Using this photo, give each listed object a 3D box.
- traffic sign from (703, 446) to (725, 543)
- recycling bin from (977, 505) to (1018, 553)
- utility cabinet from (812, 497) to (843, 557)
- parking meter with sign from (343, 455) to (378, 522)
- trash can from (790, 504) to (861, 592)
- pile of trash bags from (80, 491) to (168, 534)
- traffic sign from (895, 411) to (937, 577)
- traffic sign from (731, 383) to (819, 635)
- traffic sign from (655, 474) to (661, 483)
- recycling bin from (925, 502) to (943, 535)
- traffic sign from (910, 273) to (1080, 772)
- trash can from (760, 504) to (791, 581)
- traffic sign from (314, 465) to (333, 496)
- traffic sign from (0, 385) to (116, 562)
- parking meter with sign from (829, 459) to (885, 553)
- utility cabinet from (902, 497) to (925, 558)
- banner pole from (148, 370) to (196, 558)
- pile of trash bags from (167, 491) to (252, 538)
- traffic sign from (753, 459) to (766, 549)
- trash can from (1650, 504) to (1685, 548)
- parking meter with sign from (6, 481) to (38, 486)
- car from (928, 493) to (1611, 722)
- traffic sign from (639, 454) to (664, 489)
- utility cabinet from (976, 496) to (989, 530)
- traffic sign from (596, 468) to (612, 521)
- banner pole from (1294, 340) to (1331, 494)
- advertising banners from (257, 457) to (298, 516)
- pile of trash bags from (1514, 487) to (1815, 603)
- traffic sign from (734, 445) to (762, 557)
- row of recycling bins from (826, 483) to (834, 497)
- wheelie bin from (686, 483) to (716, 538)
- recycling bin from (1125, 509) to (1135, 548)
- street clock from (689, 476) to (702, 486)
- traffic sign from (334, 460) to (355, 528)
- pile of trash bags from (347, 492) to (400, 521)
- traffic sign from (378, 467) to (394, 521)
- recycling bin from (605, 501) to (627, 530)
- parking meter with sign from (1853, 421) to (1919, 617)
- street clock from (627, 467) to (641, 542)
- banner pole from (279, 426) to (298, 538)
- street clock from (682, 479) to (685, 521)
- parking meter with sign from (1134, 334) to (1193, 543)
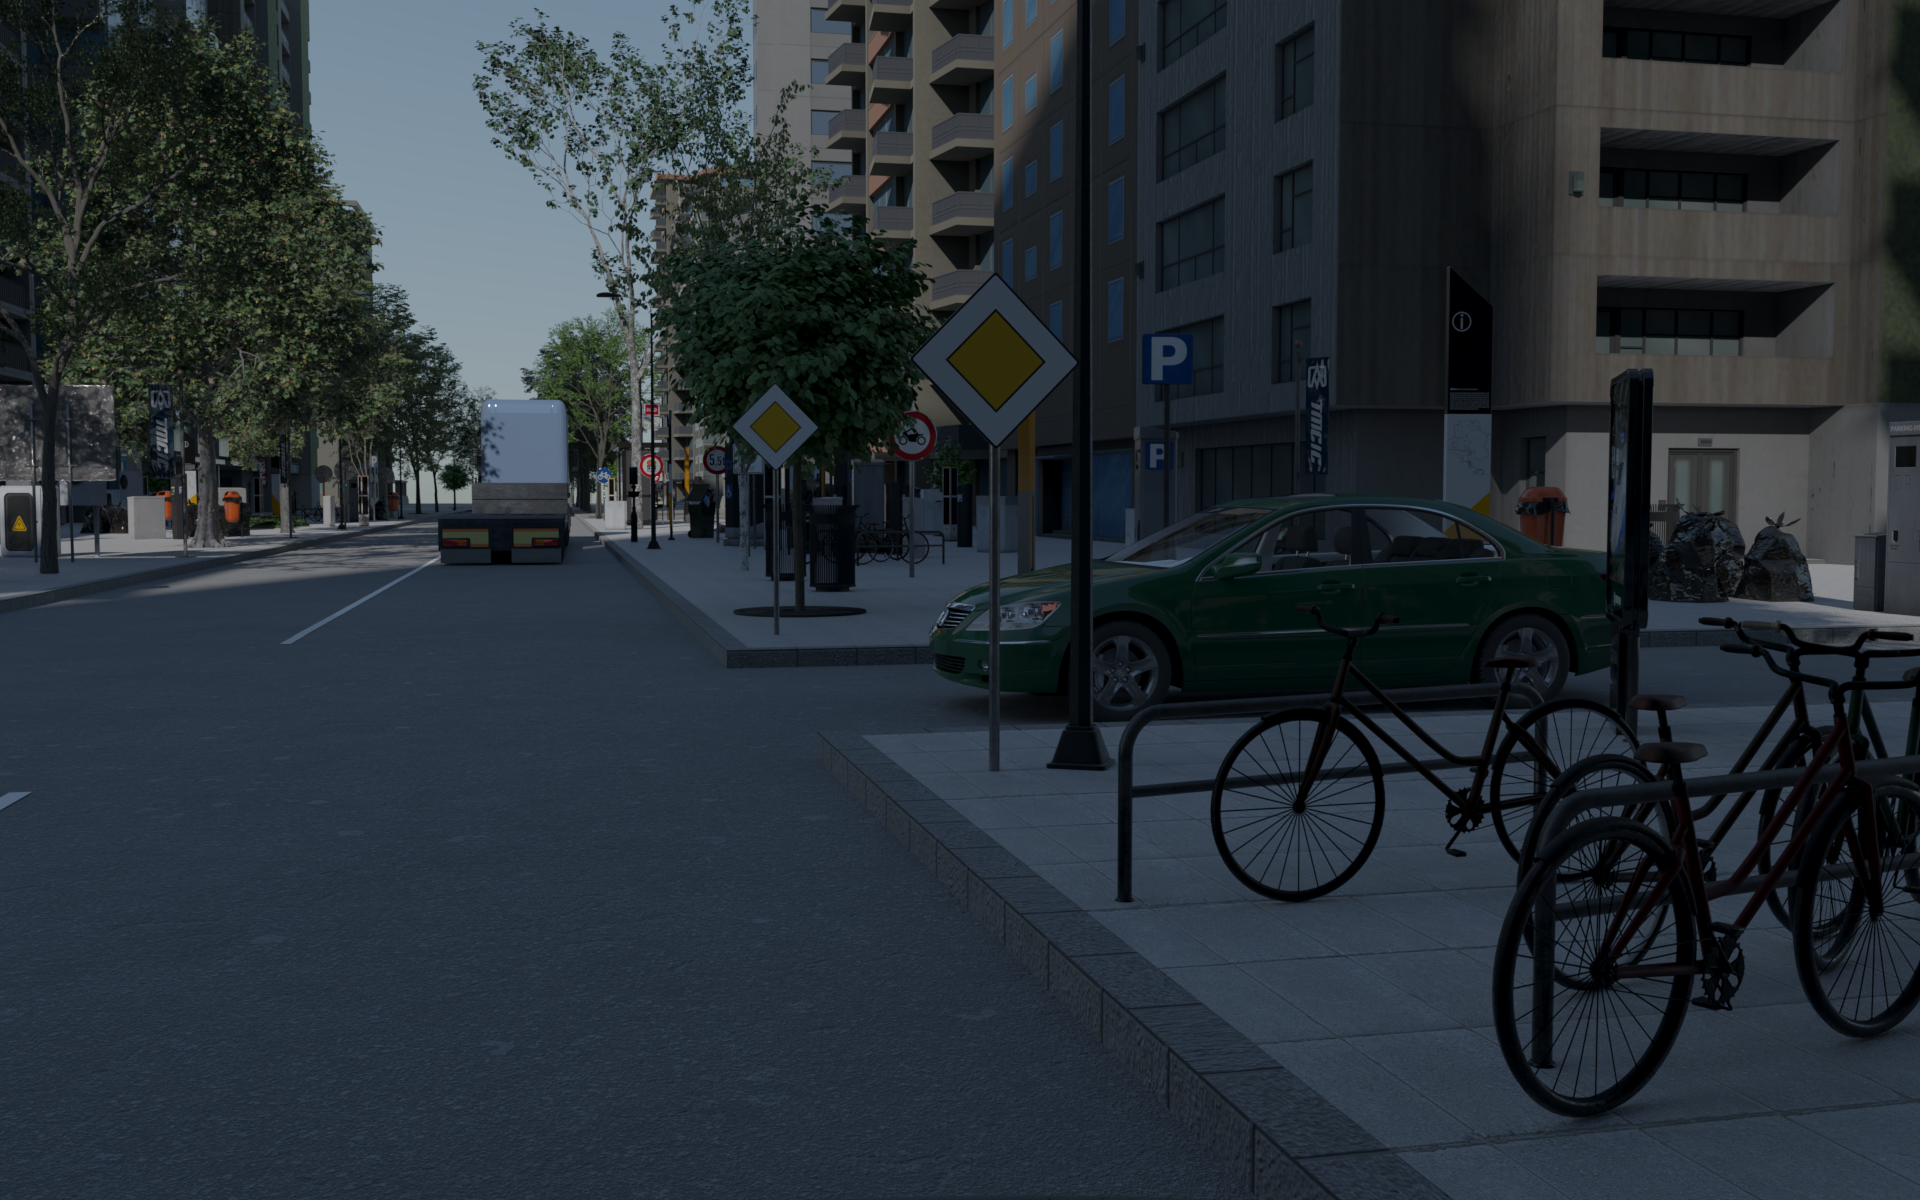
[{"bbox_3d":[-6.370,-2.776,45.501,0.768,2.556,0.104,-1,4,-9],"label":"traffic sign"},{"bbox_3d":[0.851,-1.567,38.182,0.722,1.027,0.722,2,4,32],"label":"recycling bin"},{"bbox_3d":[-2.746,-1.508,35.812,0.306,1.237,1.020,-2,4,-25],"label":"utility cabinet"},{"bbox_3d":[-27.312,-5.034,78.563,1.738,3.016,0.543,1,4,16],"label":"parking meter with sign"},{"bbox_3d":[-1.684,-0.686,22.864,0.748,1.137,0.748,0,3,0],"label":"trash can"},{"bbox_3d":[-27.055,-2.871,56.696,3.447,1.369,1.912,1,4,21],"label":"pile of trash bags"},{"bbox_3d":[-0.739,-1.621,26.604,0.768,2.556,0.104,-1,4,-10],"label":"traffic sign"},{"bbox_3d":[-1.675,-0.740,15.736,0.795,2.450,0.064,-1,4,-13],"label":"traffic sign"},{"bbox_3d":[-14.586,-5.023,82.240,0.768,2.556,0.104,0,4,-6],"label":"traffic sign"},{"bbox_3d":[-0.703,-2.569,54.556,0.722,1.027,0.722,1,4,10],"label":"recycling bin"},{"bbox_3d":[0.156,-0.264,7.963,0.795,2.450,0.064,-1,4,-13],"label":"traffic sign"},{"bbox_3d":[-2.583,-0.858,25.686,0.748,1.137,0.748,0,3,0],"label":"trash can"},{"bbox_3d":[-27.975,-4.653,76.178,0.768,2.556,0.104,-1,4,-13],"label":"traffic sign"},{"bbox_3d":[-17.016,-2.359,32.446,2.265,3.308,0.079,0,4,-8],"label":"traffic sign"},{"bbox_3d":[-1.982,-2.533,37.677,1.738,3.016,0.543,-1,4,-9],"label":"parking meter with sign"},{"bbox_3d":[-0.928,-1.456,34.966,0.306,1.237,1.020,-1,4,-12],"label":"utility cabinet"},{"bbox_3d":[-15.895,-2.745,34.895,0.863,3.779,0.401,-3,5,-40],"label":"banner pole"},{"bbox_3d":[-22.264,-2.588,52.072,1.912,1.369,3.447,-3,4,-39],"label":"pile of trash bags"},{"bbox_3d":[-4.796,-2.470,40.380,0.884,2.594,0.081,-1,4,-10],"label":"traffic sign"},{"bbox_3d":[10.096,-0.823,25.113,0.748,1.137,0.748,0,3,0],"label":"trash can"},{"bbox_3d":[-25.137,-3.068,46.421,1.738,3.016,0.543,0,4,-2],"label":"parking meter with sign"},{"bbox_3d":[2.211,-0.010,11.957,4.920,1.459,2.131,-1,4,-13],"label":"car"},{"bbox_3d":[-9.750,-3.345,54.804,0.768,2.556,0.104,-1,4,-11],"label":"traffic sign"},{"bbox_3d":[1.082,-3.121,62.187,1.020,1.237,0.306,2,4,33],"label":"utility cabinet"},{"bbox_3d":[-17.173,-5.106,83.588,0.768,2.556,0.104,-1,4,-12],"label":"traffic sign"},{"bbox_3d":[5.645,-2.327,28.056,0.401,3.779,0.863,-3,5,-40],"label":"banner pole"},{"bbox_3d":[-32.470,-5.274,82.413,0.090,3.025,2.074,3,4,37],"label":"advertising banners"},{"bbox_3d":[8.470,-0.700,21.202,3.447,1.369,1.912,0,4,-7],"label":"pile of trash bags"},{"bbox_3d":[-4.320,-2.032,35.358,0.606,2.300,0.079,0,4,-7],"label":"traffic sign"},{"bbox_3d":[-4.932,-3.674,67.180,1.069,1.692,3.534,1,4,20],"label":"row of recycling bins"},{"bbox_3d":[-7.547,-2.610,50.578,0.980,1.594,0.693,3,4,38],"label":"wheelie bin"},{"bbox_3d":[3.254,-1.061,29.906,0.722,1.027,0.722,0,4,-1],"label":"recycling bin"},{"bbox_3d":[-10.568,-3.998,69.931,0.358,2.002,0.471,1,4,9],"label":"street clock"},{"bbox_3d":[-23.074,-3.966,64.942,0.768,2.556,0.104,0,4,-7],"label":"traffic sign"},{"bbox_3d":[-28.399,-4.551,84.161,3.447,1.369,1.912,2,4,35],"label":"pile of trash bags"},{"bbox_3d":[-27.306,-5.035,82.427,0.768,2.556,0.104,-1,4,-12],"label":"traffic sign"},{"bbox_3d":[-12.402,-3.050,62.427,0.722,1.027,0.722,0,4,-6],"label":"recycling bin"},{"bbox_3d":[10.211,-1.346,18.274,0.543,3.016,1.738,-1,4,-13],"label":"parking meter with sign"},{"bbox_3d":[-8.699,-2.547,46.207,0.358,2.002,0.471,-1,4,-10],"label":"street clock"},{"bbox_3d":[-19.717,-3.709,50.666,0.401,3.779,0.863,-3,5,-45],"label":"banner pole"},{"bbox_3d":[-13.014,-4.748,82.203,0.358,2.002,0.471,-2,4,-29],"label":"street clock"},{"bbox_3d":[2.251,-1.435,19.728,0.543,3.016,1.738,0,4,0],"label":"parking meter with sign"}]
